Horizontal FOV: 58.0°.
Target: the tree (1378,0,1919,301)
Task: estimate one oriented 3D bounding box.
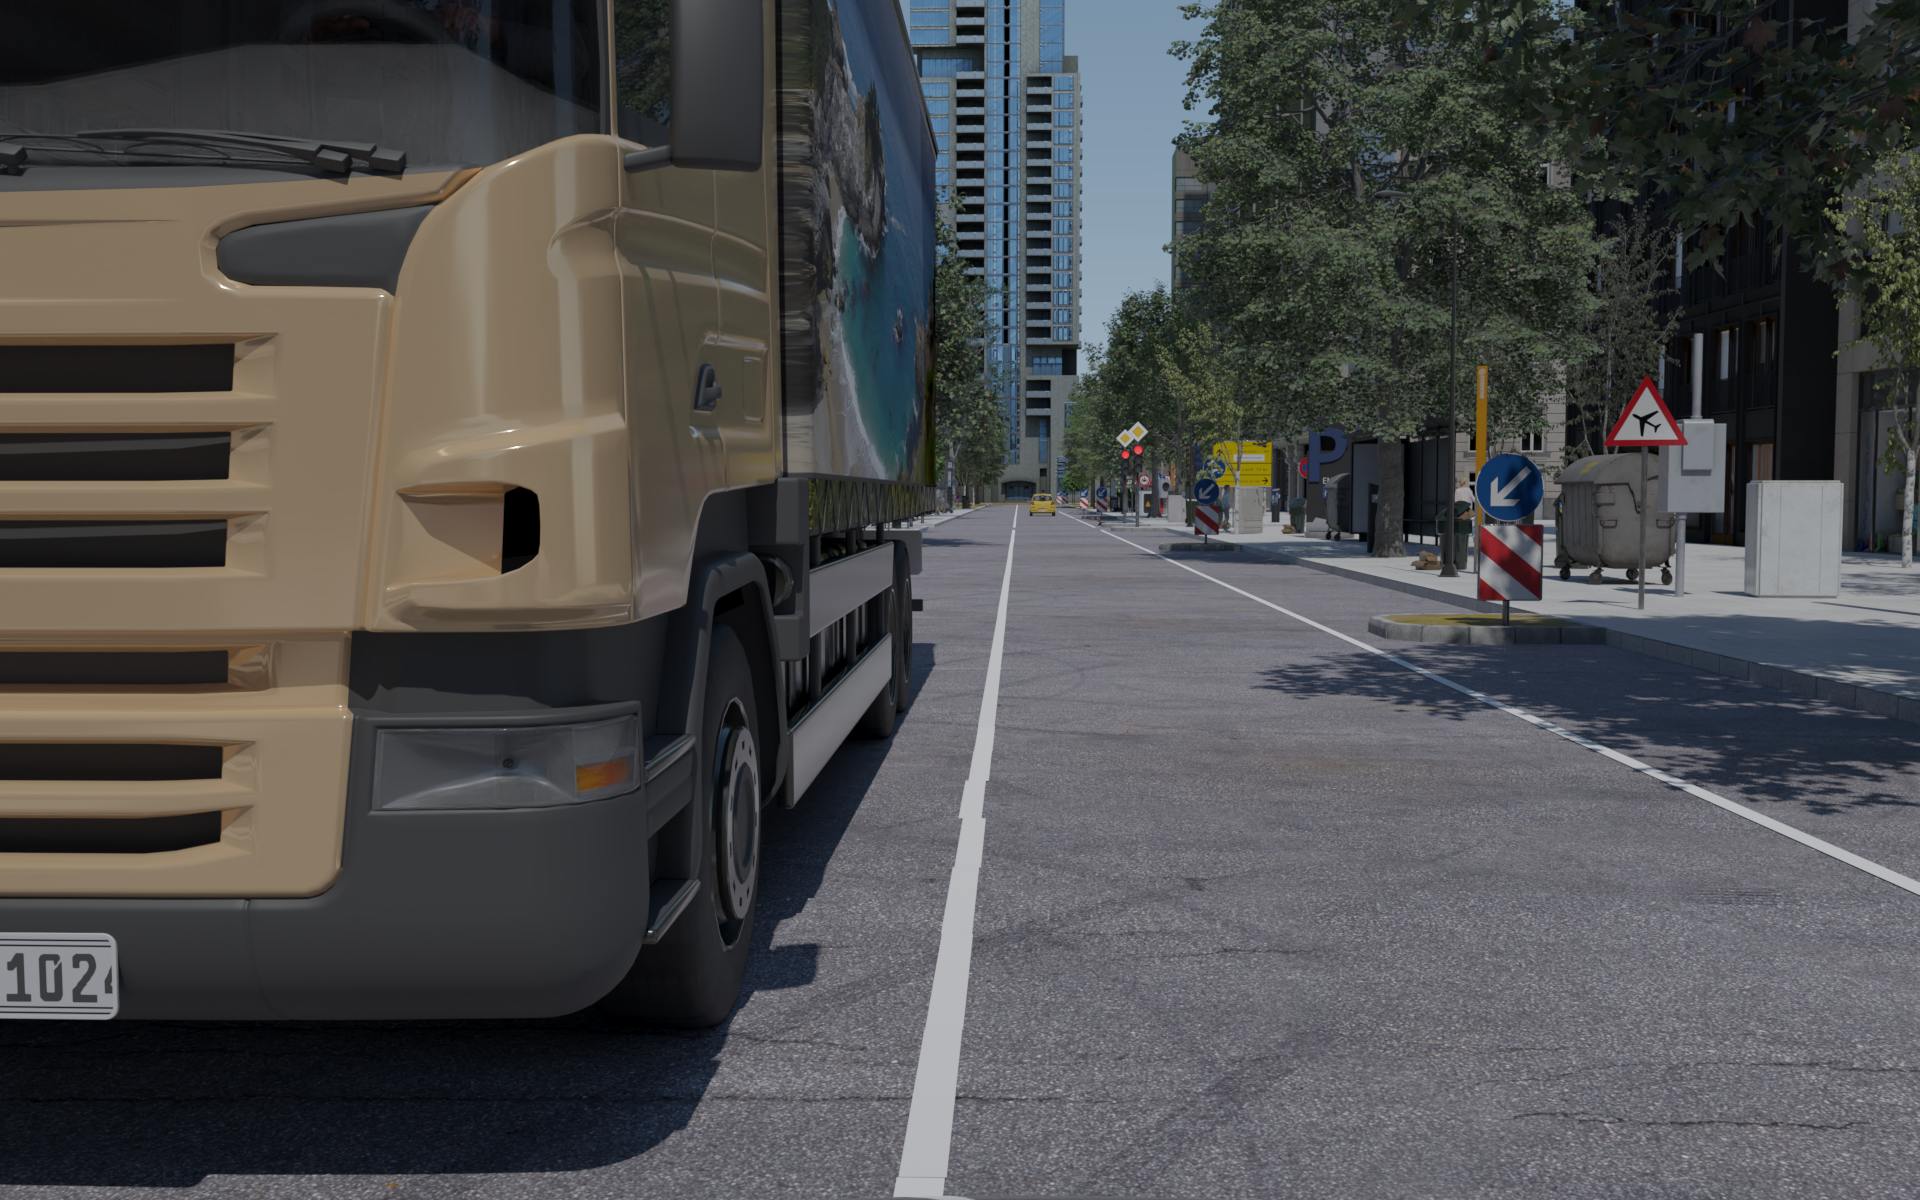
[{"bbox_3d":[7.374,-5.582,8.274,9.611,12.733,9.660,0,3,0],"label":"tree"}]

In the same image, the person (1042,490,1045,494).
[{"bbox_3d":[8.687,-10.604,181.508,0.705,1.869,1.348,3,4,39],"label":"person"}]

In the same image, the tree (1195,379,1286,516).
[{"bbox_3d":[17.708,-9.697,108.913,4.360,8.622,3.978,0,3,0],"label":"tree"}]

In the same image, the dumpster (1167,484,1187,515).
[{"bbox_3d":[12.813,-5.853,101.460,1.264,1.857,1.865,0,4,2],"label":"dumpster"}]

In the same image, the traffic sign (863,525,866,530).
[{"bbox_3d":[-3.090,-3.411,55.876,0.768,2.556,0.104,0,4,5],"label":"traffic sign"}]

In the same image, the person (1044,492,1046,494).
[{"bbox_3d":[10.987,-13.207,225.141,0.721,1.736,1.217,-3,5,-41],"label":"person"}]

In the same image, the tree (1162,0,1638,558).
[{"bbox_3d":[8.638,-7.836,34.769,9.857,13.997,8.962,0,3,0],"label":"tree"}]

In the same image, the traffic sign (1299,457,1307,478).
[{"bbox_3d":[11.730,-3.545,58.075,0.768,2.556,0.104,0,4,2],"label":"traffic sign"}]

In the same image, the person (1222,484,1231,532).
[{"bbox_3d":[8.923,-3.065,57.970,0.330,1.601,0.589,1,4,19],"label":"person"}]

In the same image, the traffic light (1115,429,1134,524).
[{"bbox_3d":[7.138,-5.272,75.113,0.839,4.253,0.868,0,4,2],"label":"traffic light"}]

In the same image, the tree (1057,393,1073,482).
[{"bbox_3d":[13.373,-15.454,170.800,7.486,12.596,7.792,0,3,0],"label":"tree"}]

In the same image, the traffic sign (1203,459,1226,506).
[{"bbox_3d":[8.698,-3.618,59.265,0.768,2.556,0.104,1,4,9],"label":"traffic sign"}]

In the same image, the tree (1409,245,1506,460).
[{"bbox_3d":[15.475,-6.095,50.021,4.360,8.622,3.978,0,3,0],"label":"tree"}]

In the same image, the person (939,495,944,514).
[{"bbox_3d":[-1.201,-6.178,111.323,0.475,1.303,0.640,2,4,30],"label":"person"}]

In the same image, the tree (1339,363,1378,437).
[{"bbox_3d":[17.952,-8.115,83.044,4.737,8.622,4.395,0,3,0],"label":"tree"}]

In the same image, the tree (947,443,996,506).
[{"bbox_3d":[1.535,-14.054,180.152,4.360,8.622,3.978,0,3,0],"label":"tree"}]

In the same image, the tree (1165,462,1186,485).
[{"bbox_3d":[19.870,-11.955,145.823,4.360,8.622,3.978,0,3,0],"label":"tree"}]

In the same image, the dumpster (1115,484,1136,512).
[{"bbox_3d":[12.048,-7.515,125.366,1.502,2.255,1.985,0,4,2],"label":"dumpster"}]

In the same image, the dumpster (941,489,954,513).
[{"bbox_3d":[-1.073,-6.676,114.912,1.264,1.857,1.865,0,4,2],"label":"dumpster"}]

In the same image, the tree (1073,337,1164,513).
[{"bbox_3d":[11.716,-12.228,118.049,7.486,12.596,7.792,0,3,0],"label":"tree"}]

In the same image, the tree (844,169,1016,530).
[{"bbox_3d":[-3.179,-7.960,47.148,9.611,12.733,9.660,0,3,0],"label":"tree"}]

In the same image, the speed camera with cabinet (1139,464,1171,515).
[{"bbox_3d":[11.760,-6.770,105.032,2.038,3.252,0.660,-2,4,-24],"label":"speed camera with cabinet"}]

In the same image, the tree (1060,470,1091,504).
[{"bbox_3d":[14.581,-14.788,225.492,4.285,4.588,4.351,0,3,0],"label":"tree"}]

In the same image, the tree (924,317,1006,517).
[{"bbox_3d":[-2.449,-11.461,97.763,12.009,13.543,11.850,0,3,0],"label":"tree"}]

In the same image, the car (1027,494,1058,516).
[{"bbox_3d":[5.402,-6.315,113.473,2.015,1.641,3.980,0,4,2],"label":"car"}]

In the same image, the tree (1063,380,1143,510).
[{"bbox_3d":[12.023,-13.245,142.304,9.928,11.665,9.643,0,3,0],"label":"tree"}]

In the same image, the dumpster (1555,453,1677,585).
[{"bbox_3d":[9.499,-1.179,25.039,1.264,1.857,1.865,0,4,2],"label":"dumpster"}]

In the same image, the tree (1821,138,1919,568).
[{"bbox_3d":[16.640,-4.857,29.773,4.737,8.622,4.395,0,3,0],"label":"tree"}]

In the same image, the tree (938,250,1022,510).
[{"bbox_3d":[-1.497,-17.014,134.067,12.611,20.169,13.585,0,3,0],"label":"tree"}]

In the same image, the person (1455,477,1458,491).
[{"bbox_3d":[15.422,-2.935,54.128,0.391,1.810,0.635,-2,4,-33],"label":"person"}]

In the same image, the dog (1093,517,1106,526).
[{"bbox_3d":[6.369,-3.530,77.907,0.550,0.427,0.748,-2,4,-28],"label":"dog"}]

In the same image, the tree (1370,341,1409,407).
[{"bbox_3d":[16.048,-6.574,57.851,4.360,8.622,3.978,0,3,0],"label":"tree"}]

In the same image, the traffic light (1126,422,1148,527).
[{"bbox_3d":[6.867,-4.784,67.133,0.839,4.253,0.868,0,4,2],"label":"traffic light"}]

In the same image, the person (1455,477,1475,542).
[{"bbox_3d":[13.454,-2.388,45.751,0.731,1.740,0.598,-1,4,-21],"label":"person"}]

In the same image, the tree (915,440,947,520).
[{"bbox_3d":[-2.114,-6.342,87.412,4.285,4.588,4.351,0,3,0],"label":"tree"}]

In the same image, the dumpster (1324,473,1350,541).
[{"bbox_3d":[10.783,-2.563,47.662,1.264,1.857,1.865,0,4,2],"label":"dumpster"}]

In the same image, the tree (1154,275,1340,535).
[{"bbox_3d":[8.583,-6.387,54.788,4.737,8.622,4.395,0,3,0],"label":"tree"}]

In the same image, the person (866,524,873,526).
[{"bbox_3d":[-3.787,-3.854,72.106,0.643,1.750,0.593,-2,4,-24],"label":"person"}]

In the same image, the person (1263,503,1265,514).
[{"bbox_3d":[10.147,-2.933,58.674,0.352,1.250,0.332,-1,4,-14],"label":"person"}]

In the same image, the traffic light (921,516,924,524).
[{"bbox_3d":[-1.619,-5.289,75.394,0.839,4.253,0.868,0,4,2],"label":"traffic light"}]

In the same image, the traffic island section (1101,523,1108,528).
[{"bbox_3d":[7.177,-3.238,75.226,2.009,0.180,2.903,0,4,2],"label":"traffic island section"}]

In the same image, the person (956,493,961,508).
[{"bbox_3d":[-0.228,-9.525,165.000,0.991,1.433,0.599,-2,4,-35],"label":"person"}]

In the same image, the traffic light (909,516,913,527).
[{"bbox_3d":[-1.890,-4.801,67.413,0.839,4.253,0.868,0,4,2],"label":"traffic light"}]

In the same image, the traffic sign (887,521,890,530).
[{"bbox_3d":[-2.359,-3.493,57.218,0.768,2.556,0.104,0,4,4],"label":"traffic sign"}]

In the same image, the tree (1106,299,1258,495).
[{"bbox_3d":[10.558,-9.022,81.921,7.601,10.594,8.767,0,4,-4],"label":"tree"}]

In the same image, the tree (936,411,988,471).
[{"bbox_3d":[-1.017,-13.069,148.084,7.601,10.594,8.767,1,4,17],"label":"tree"}]

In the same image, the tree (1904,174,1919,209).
[{"bbox_3d":[14.669,-5.198,19.396,7.601,10.594,8.767,0,4,1],"label":"tree"}]

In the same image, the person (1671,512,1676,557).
[{"bbox_3d":[14.612,-1.550,35.663,0.425,1.301,0.394,1,4,9],"label":"person"}]

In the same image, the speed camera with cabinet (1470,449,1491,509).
[{"bbox_3d":[22.496,-4.999,76.064,2.038,3.252,0.660,2,4,27],"label":"speed camera with cabinet"}]

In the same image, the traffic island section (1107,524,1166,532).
[{"bbox_3d":[6.906,-2.750,67.245,2.009,0.180,2.903,0,4,2],"label":"traffic island section"}]

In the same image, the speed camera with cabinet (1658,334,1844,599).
[{"bbox_3d":[9.818,-1.664,21.536,2.038,3.252,0.660,1,4,9],"label":"speed camera with cabinet"}]

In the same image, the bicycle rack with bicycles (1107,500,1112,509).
[{"bbox_3d":[13.066,-8.070,145.334,2.925,0.926,2.852,3,5,43],"label":"bicycle rack with bicycles"}]

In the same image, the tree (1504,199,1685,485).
[{"bbox_3d":[16.405,-5.718,43.855,4.360,8.622,3.978,0,3,0],"label":"tree"}]

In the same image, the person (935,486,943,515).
[{"bbox_3d":[-1.331,-5.968,103.840,0.478,1.798,0.641,2,4,34],"label":"person"}]

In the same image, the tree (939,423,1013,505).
[{"bbox_3d":[2.207,-18.726,212.831,9.857,13.997,8.962,0,3,0],"label":"tree"}]
